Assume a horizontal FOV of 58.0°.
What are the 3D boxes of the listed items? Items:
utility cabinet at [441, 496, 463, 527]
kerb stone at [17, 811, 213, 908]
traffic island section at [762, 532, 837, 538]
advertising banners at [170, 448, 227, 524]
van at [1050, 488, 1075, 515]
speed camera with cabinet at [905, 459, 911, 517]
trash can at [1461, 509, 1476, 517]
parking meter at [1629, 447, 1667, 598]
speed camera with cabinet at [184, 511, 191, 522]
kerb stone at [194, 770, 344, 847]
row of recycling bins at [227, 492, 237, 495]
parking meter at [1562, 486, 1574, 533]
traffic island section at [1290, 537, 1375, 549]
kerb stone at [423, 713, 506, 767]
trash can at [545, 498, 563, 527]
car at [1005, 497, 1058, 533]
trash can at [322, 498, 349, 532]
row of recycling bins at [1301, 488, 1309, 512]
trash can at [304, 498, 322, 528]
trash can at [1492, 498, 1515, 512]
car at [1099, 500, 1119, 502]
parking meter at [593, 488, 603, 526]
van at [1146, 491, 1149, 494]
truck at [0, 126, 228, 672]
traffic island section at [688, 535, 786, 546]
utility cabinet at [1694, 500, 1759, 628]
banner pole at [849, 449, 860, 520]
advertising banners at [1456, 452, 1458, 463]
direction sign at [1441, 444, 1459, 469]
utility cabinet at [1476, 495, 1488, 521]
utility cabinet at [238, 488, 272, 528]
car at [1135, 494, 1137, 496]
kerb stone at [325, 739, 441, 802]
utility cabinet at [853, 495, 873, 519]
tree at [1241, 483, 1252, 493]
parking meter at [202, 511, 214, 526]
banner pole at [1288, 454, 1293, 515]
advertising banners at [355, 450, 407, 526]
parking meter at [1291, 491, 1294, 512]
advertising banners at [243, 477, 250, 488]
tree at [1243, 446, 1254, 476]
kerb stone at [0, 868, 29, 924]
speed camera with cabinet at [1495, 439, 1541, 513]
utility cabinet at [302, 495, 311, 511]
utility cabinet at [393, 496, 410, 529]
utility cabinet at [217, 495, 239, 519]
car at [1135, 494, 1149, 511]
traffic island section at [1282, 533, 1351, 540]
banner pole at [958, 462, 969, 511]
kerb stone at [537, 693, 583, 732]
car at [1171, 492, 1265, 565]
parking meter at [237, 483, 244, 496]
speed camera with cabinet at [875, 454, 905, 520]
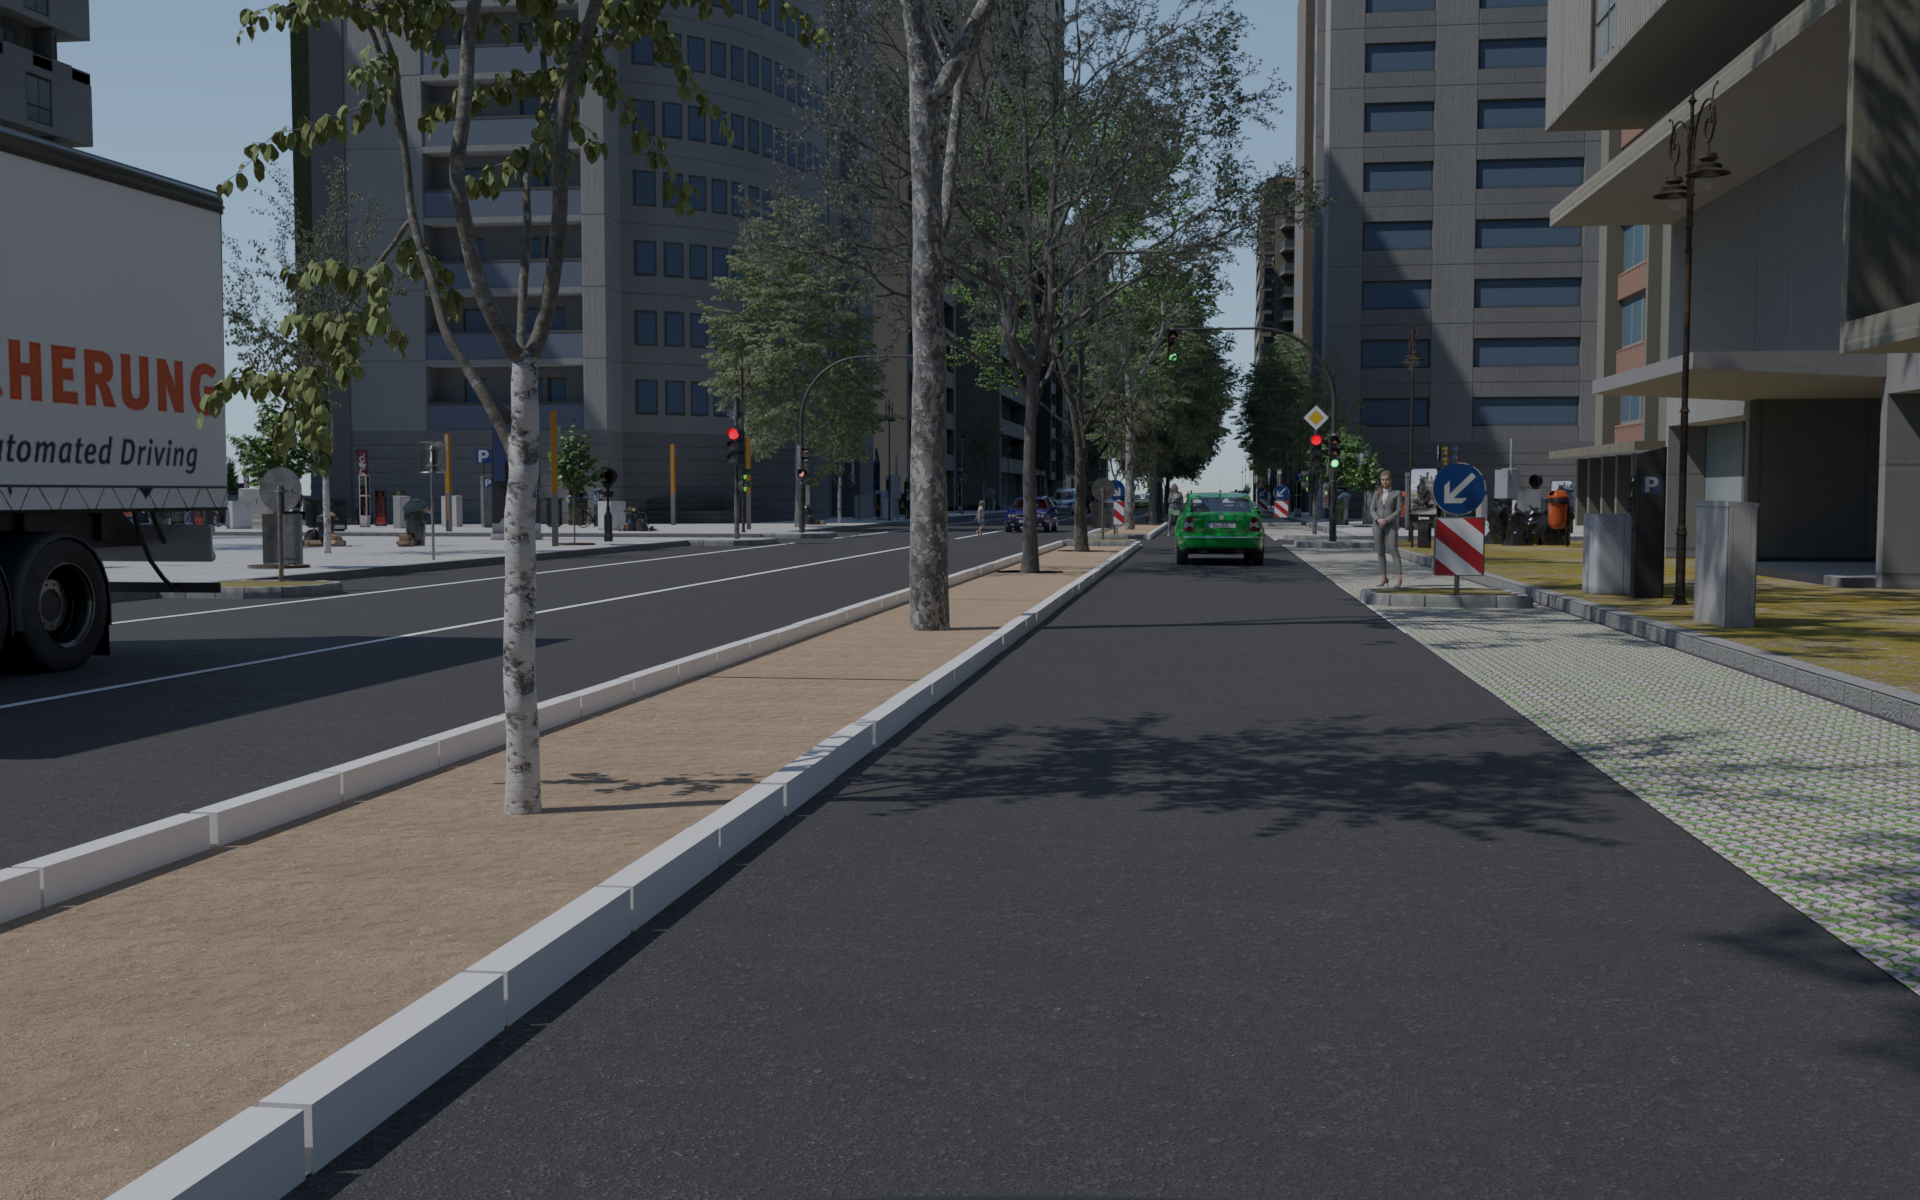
[{"bbox_3d":[-19.932,-3.472,67.922,1.020,1.237,0.306,3,5,39],"label":"utility cabinet"},{"bbox_3d":[-3.137,0.963,6.456,0.120,0.150,1.000,1,4,8],"label":"kerb stone"},{"bbox_3d":[-5.245,-2.144,57.339,2.009,0.180,2.903,1,4,8],"label":"traffic island section"},{"bbox_3d":[-28.519,-4.196,64.798,2.074,3.025,0.090,-1,4,-22],"label":"advertising banners"},{"bbox_3d":[7.258,-6.900,119.819,2.013,2.044,4.112,1,4,9],"label":"van"},{"bbox_3d":[-3.059,-6.254,96.584,0.660,3.252,2.038,3,4,38],"label":"speed camera with cabinet"},{"bbox_3d":[16.880,-2.819,57.747,0.748,1.137,0.748,0,3,0],"label":"trash can"},{"bbox_3d":[8.488,-0.960,21.399,0.399,1.863,0.255,1,4,10],"label":"parking meter"},{"bbox_3d":[-35.703,-5.296,80.926,0.660,3.252,2.038,0,4,1],"label":"speed camera with cabinet"},{"bbox_3d":[-2.979,0.900,7.482,0.120,0.150,1.000,1,4,8],"label":"kerb stone"},{"bbox_3d":[-47.526,-6.570,114.528,1.069,1.692,3.534,2,4,28],"label":"row of recycling bins"},{"bbox_3d":[19.815,-2.940,56.481,0.372,1.533,0.369,0,3,0],"label":"parking meter"},{"bbox_3d":[10.137,-1.515,47.058,2.009,0.180,2.903,1,4,8],"label":"traffic island section"},{"bbox_3d":[-2.696,0.776,9.515,0.120,0.150,1.000,1,4,8],"label":"kerb stone"},{"bbox_3d":[-15.745,-3.397,67.189,0.748,1.137,0.748,0,3,0],"label":"trash can"},{"bbox_3d":[2.723,-3.254,65.789,1.945,1.354,3.894,1,4,9],"label":"car"},{"bbox_3d":[-21.319,-2.915,59.319,0.748,1.137,0.748,0,3,0],"label":"trash can"},{"bbox_3d":[24.900,-7.236,125.413,1.069,1.692,3.534,1,4,9],"label":"row of recycling bins"},{"bbox_3d":[-24.529,-3.309,65.750,0.748,1.137,0.748,0,3,0],"label":"trash can"},{"bbox_3d":[19.071,-3.007,60.812,0.748,1.137,0.748,0,3,0],"label":"trash can"},{"bbox_3d":[15.400,-10.170,178.634,2.083,1.381,4.827,1,4,10],"label":"car"},{"bbox_3d":[-14.379,-3.698,68.867,0.372,1.533,0.369,0,3,0],"label":"parking meter"},{"bbox_3d":[22.675,-12.116,205.102,2.013,2.044,4.112,0,4,7],"label":"van"},{"bbox_3d":[-8.805,-1.339,10.805,2.839,4.237,11.283,0,4,8],"label":"truck"},{"bbox_3d":[-6.384,-1.661,49.435,2.009,0.180,2.903,1,4,8],"label":"traffic island section"},{"bbox_3d":[7.560,-0.363,17.098,0.306,1.237,1.020,0,4,7],"label":"utility cabinet"},{"bbox_3d":[-5.086,-5.769,84.348,0.863,3.779,0.401,-3,5,-40],"label":"banner pole"},{"bbox_3d":[20.628,-4.651,72.229,0.090,3.025,2.074,1,4,11],"label":"advertising banners"},{"bbox_3d":[22.283,-5.313,78.858,0.379,3.537,0.876,-3,5,-41],"label":"direction sign"},{"bbox_3d":[25.215,-4.438,83.729,0.306,1.237,1.020,2,4,31],"label":"utility cabinet"},{"bbox_3d":[-26.570,-3.464,65.310,1.173,1.500,0.318,0,4,7],"label":"utility cabinet"},{"bbox_3d":[20.382,-12.048,205.785,1.959,1.807,4.718,1,4,9],"label":"car"},{"bbox_3d":[-2.837,0.839,8.503,0.120,0.150,1.000,1,4,8],"label":"kerb stone"},{"bbox_3d":[-5.082,-4.883,91.006,1.020,1.237,0.306,-1,4,-19],"label":"utility cabinet"},{"bbox_3d":[44.185,-16.683,267.369,1.663,3.219,1.824,0,3,0],"label":"tree"},{"bbox_3d":[-27.623,-3.375,63.589,0.372,1.533,0.369,0,3,0],"label":"parking meter"},{"bbox_3d":[20.676,-7.257,108.672,0.401,3.779,0.863,0,4,-4],"label":"banner pole"},{"bbox_3d":[-23.091,-4.458,69.072,2.074,3.025,0.090,-3,5,-41],"label":"advertising banners"},{"bbox_3d":[23.929,-7.084,124.239,0.372,1.533,0.369,0,3,0],"label":"parking meter"},{"bbox_3d":[-53.935,-8.356,132.810,2.074,3.025,0.090,-2,4,-32],"label":"advertising banners"},{"bbox_3d":[37.339,-16.280,216.545,4.737,8.622,4.395,0,3,0],"label":"tree"},{"bbox_3d":[-3.280,1.025,5.444,0.120,0.150,1.000,1,4,8],"label":"kerb stone"},{"bbox_3d":[20.121,-4.167,62.462,2.038,3.252,0.660,-3,4,-38],"label":"speed camera with cabinet"},{"bbox_3d":[-34.188,-4.910,91.446,1.020,1.237,0.306,1,4,18],"label":"utility cabinet"},{"bbox_3d":[-20.904,-3.286,64.893,0.306,1.237,1.020,0,4,2],"label":"utility cabinet"},{"bbox_3d":[-37.214,-4.703,88.056,1.020,1.237,0.306,0,4,5],"label":"utility cabinet"},{"bbox_3d":[15.748,-8.490,149.037,2.015,1.641,3.980,1,4,10],"label":"car"},{"bbox_3d":[11.276,-1.999,54.962,2.009,0.180,2.903,1,4,8],"label":"traffic island section"},{"bbox_3d":[0.247,-8.700,132.268,0.863,3.779,0.401,1,4,17],"label":"banner pole"},{"bbox_3d":[-2.547,0.714,10.537,0.120,0.150,1.000,1,4,8],"label":"kerb stone"},{"bbox_3d":[5.449,-1.703,36.644,1.959,1.807,4.718,0,4,6],"label":"car"},{"bbox_3d":[-37.671,-5.199,90.713,0.255,1.863,0.399,0,4,0],"label":"parking meter"},{"bbox_3d":[-3.590,-5.607,86.013,0.660,3.252,2.038,-2,4,-25],"label":"speed camera with cabinet"}]
